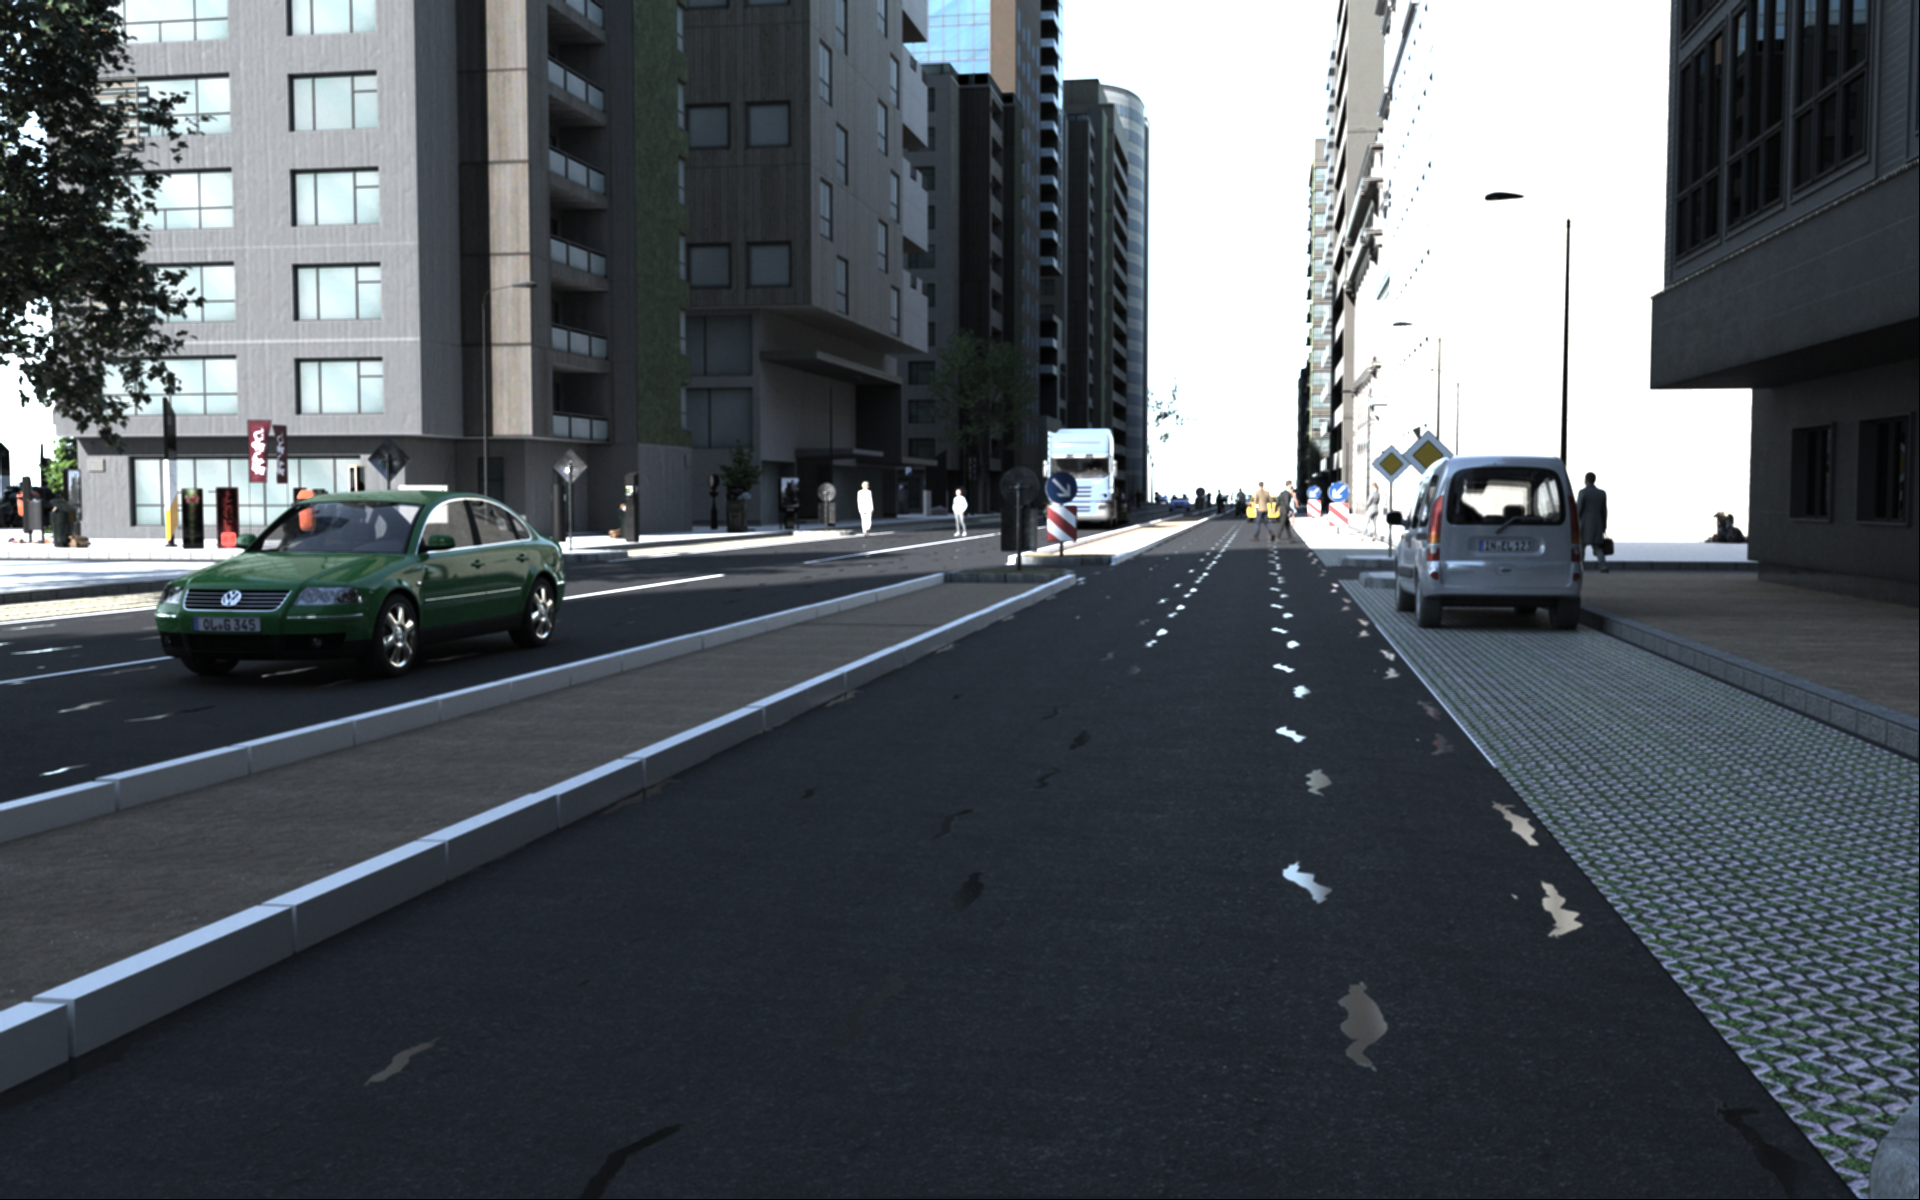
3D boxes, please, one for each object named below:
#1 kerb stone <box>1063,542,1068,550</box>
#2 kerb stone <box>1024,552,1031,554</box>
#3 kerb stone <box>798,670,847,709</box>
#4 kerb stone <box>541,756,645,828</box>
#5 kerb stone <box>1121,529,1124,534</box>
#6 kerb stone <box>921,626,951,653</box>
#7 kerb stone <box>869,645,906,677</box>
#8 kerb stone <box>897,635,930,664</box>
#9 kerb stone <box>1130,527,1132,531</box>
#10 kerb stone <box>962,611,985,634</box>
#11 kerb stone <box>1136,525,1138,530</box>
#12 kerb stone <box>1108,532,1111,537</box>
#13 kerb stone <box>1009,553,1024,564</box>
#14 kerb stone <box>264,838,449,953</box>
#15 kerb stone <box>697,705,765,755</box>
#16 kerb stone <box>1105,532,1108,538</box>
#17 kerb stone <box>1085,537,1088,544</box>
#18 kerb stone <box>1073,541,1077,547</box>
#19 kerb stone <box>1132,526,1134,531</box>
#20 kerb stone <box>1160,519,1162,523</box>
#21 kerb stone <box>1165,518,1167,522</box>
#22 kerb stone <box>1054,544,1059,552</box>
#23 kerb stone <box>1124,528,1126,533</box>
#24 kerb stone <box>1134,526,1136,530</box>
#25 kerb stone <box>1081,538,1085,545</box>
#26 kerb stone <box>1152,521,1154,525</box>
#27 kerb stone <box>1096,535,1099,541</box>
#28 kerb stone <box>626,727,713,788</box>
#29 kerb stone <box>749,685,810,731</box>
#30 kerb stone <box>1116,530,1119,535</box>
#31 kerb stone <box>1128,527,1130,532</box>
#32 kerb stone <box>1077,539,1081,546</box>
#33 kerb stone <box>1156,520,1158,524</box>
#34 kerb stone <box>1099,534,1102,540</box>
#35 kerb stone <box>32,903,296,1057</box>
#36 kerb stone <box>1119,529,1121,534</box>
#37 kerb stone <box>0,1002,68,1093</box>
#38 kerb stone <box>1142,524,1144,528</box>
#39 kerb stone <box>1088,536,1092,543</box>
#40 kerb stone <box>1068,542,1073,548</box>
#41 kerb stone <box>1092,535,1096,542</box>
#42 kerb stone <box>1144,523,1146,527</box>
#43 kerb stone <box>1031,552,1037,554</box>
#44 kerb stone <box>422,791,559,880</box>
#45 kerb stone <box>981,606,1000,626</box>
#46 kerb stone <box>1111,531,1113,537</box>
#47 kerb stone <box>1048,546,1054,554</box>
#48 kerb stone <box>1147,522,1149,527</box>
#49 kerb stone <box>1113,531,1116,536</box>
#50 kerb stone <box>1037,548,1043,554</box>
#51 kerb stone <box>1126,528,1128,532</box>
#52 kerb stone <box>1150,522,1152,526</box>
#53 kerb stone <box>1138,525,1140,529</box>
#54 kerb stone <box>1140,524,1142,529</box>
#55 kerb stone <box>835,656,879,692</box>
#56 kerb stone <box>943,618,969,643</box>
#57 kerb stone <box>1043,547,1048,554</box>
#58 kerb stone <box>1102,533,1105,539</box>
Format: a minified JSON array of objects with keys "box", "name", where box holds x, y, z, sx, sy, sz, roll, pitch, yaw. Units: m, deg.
[{"box":[2.581,-1.345,44.237,0.120,0.150,1.000,1,4,10],"name":"kerb stone"},{"box":[1.334,-0.914,37.143,0.120,0.150,1.000,1,4,10],"name":"kerb stone"},{"box":[-0.976,0.625,11.972,0.120,0.150,1.000,1,4,10],"name":"kerb stone"},{"box":[-1.687,0.878,7.924,0.120,0.150,1.000,1,4,10],"name":"kerb stone"},{"box":[5.612,-2.398,61.400,0.120,0.150,1.000,1,4,10],"name":"kerb stone"},{"box":[-0.258,0.378,16.018,0.120,0.150,1.000,1,4,10],"name":"kerb stone"},{"box":[-0.619,0.501,14.006,0.120,0.150,1.000,1,4,10],"name":"kerb stone"},{"box":[-0.433,0.439,15.011,0.120,0.150,1.000,1,4,10],"name":"kerb stone"},{"box":[6.322,-2.644,65.428,0.120,0.150,1.000,1,4,10],"name":"kerb stone"},{"box":[0.094,0.254,18.047,0.120,0.150,1.000,1,4,10],"name":"kerb stone"},{"box":[6.853,-2.828,68.462,0.120,0.150,1.000,1,4,10],"name":"kerb stone"},{"box":[4.719,-2.088,56.340,0.120,0.150,1.000,1,4,10],"name":"kerb stone"},{"box":[1.150,-0.850,36.126,0.120,0.150,1.000,1,4,10],"name":"kerb stone"},{"box":[-2.044,0.996,5.909,0.120,0.150,1.000,1,4,10],"name":"kerb stone"},{"box":[-1.334,0.755,9.951,0.120,0.150,1.000,1,4,10],"name":"kerb stone"},{"box":[4.541,-2.024,55.334,0.120,0.150,1.000,1,4,10],"name":"kerb stone"},{"box":[3.470,-1.655,49.284,0.120,0.150,1.000,1,4,10],"name":"kerb stone"},{"box":[2.943,-1.472,46.255,0.120,0.150,1.000,1,4,10],"name":"kerb stone"},{"box":[6.500,-2.706,66.446,0.120,0.150,1.000,1,4,10],"name":"kerb stone"},{"box":[9.522,-3.752,83.587,0.120,0.150,1.000,1,4,10],"name":"kerb stone"},{"box":[10.231,-4.001,87.613,0.120,0.150,1.000,1,4,10],"name":"kerb stone"},{"box":[2.225,-1.224,42.208,0.120,0.150,1.000,1,4,10],"name":"kerb stone"},{"box":[5.784,-2.459,62.407,0.120,0.150,1.000,1,4,10],"name":"kerb stone"},{"box":[6.673,-2.764,67.453,0.120,0.150,1.000,1,4,10],"name":"kerb stone"},{"box":[3.294,-1.595,48.269,0.120,0.150,1.000,1,4,10],"name":"kerb stone"},{"box":[8.459,-3.384,77.545,0.120,0.150,1.000,1,4,10],"name":"kerb stone"},{"box":[4.012,-1.842,52.311,0.120,0.150,1.000,1,4,10],"name":"kerb stone"},{"box":[-1.502,0.811,8.929,0.120,0.150,1.000,1,4,10],"name":"kerb stone"},{"box":[-1.151,0.687,10.965,0.120,0.150,1.000,1,4,10],"name":"kerb stone"},{"box":[5.250,-2.274,59.376,0.120,0.150,1.000,1,4,10],"name":"kerb stone"},{"box":[6.146,-2.582,64.422,0.120,0.150,1.000,1,4,10],"name":"kerb stone"},{"box":[3.121,-1.529,47.262,0.120,0.150,1.000,1,4,10],"name":"kerb stone"},{"box":[8.982,-3.570,80.567,0.120,0.150,1.000,1,4,10],"name":"kerb stone"},{"box":[4.184,-1.904,53.319,0.120,0.150,1.000,1,4,10],"name":"kerb stone"},{"box":[-2.220,1.058,4.902,0.120,0.150,1.000,1,4,10],"name":"kerb stone"},{"box":[5.434,-2.330,60.384,0.120,0.150,1.000,1,4,10],"name":"kerb stone"},{"box":[-2.401,1.125,3.896,0.120,0.150,1.000,1,4,10],"name":"kerb stone"},{"box":[7.384,-3.014,71.482,0.120,0.150,1.000,1,4,10],"name":"kerb stone"},{"box":[3.658,-1.718,50.288,0.120,0.150,1.000,1,4,10],"name":"kerb stone"},{"box":[2.767,-1.403,45.249,0.120,0.150,1.000,1,4,10],"name":"kerb stone"},{"box":[3.831,-1.775,51.296,0.120,0.150,1.000,1,4,10],"name":"kerb stone"},{"box":[7.565,-3.076,72.487,0.120,0.150,1.000,1,4,10],"name":"kerb stone"},{"box":[1.516,-0.976,38.158,0.120,0.150,1.000,1,4,10],"name":"kerb stone"},{"box":[-1.869,0.934,6.918,0.120,0.150,1.000,1,4,10],"name":"kerb stone"},{"box":[0.272,0.198,19.057,0.120,0.150,1.000,1,4,10],"name":"kerb stone"},{"box":[4.891,-2.150,57.351,0.120,0.150,1.000,1,4,10],"name":"kerb stone"},{"box":[2.044,-1.162,41.196,0.120,0.150,1.000,1,4,10],"name":"kerb stone"},{"box":[7.924,-3.200,74.507,0.120,0.150,1.000,1,4,10],"name":"kerb stone"},{"box":[5.074,-2.211,58.365,0.120,0.150,1.000,1,4,10],"name":"kerb stone"},{"box":[1.698,-1.039,39.181,0.120,0.150,1.000,1,4,10],"name":"kerb stone"},{"box":[5.968,-2.520,63.415,0.120,0.150,1.000,1,4,10],"name":"kerb stone"},{"box":[8.272,-3.323,76.538,0.120,0.150,1.000,1,4,10],"name":"kerb stone"},{"box":[7.033,-2.890,69.468,0.120,0.150,1.000,1,4,10],"name":"kerb stone"},{"box":[7.216,-2.953,70.473,0.120,0.150,1.000,1,4,10],"name":"kerb stone"},{"box":[-0.794,0.563,12.992,0.120,0.150,1.000,1,4,10],"name":"kerb stone"},{"box":[-0.079,0.316,17.039,0.120,0.150,1.000,1,4,10],"name":"kerb stone"},{"box":[1.869,-1.101,40.189,0.120,0.150,1.000,1,4,10],"name":"kerb stone"},{"box":[4.365,-1.965,54.327,0.120,0.150,1.000,1,4,10],"name":"kerb stone"}]
